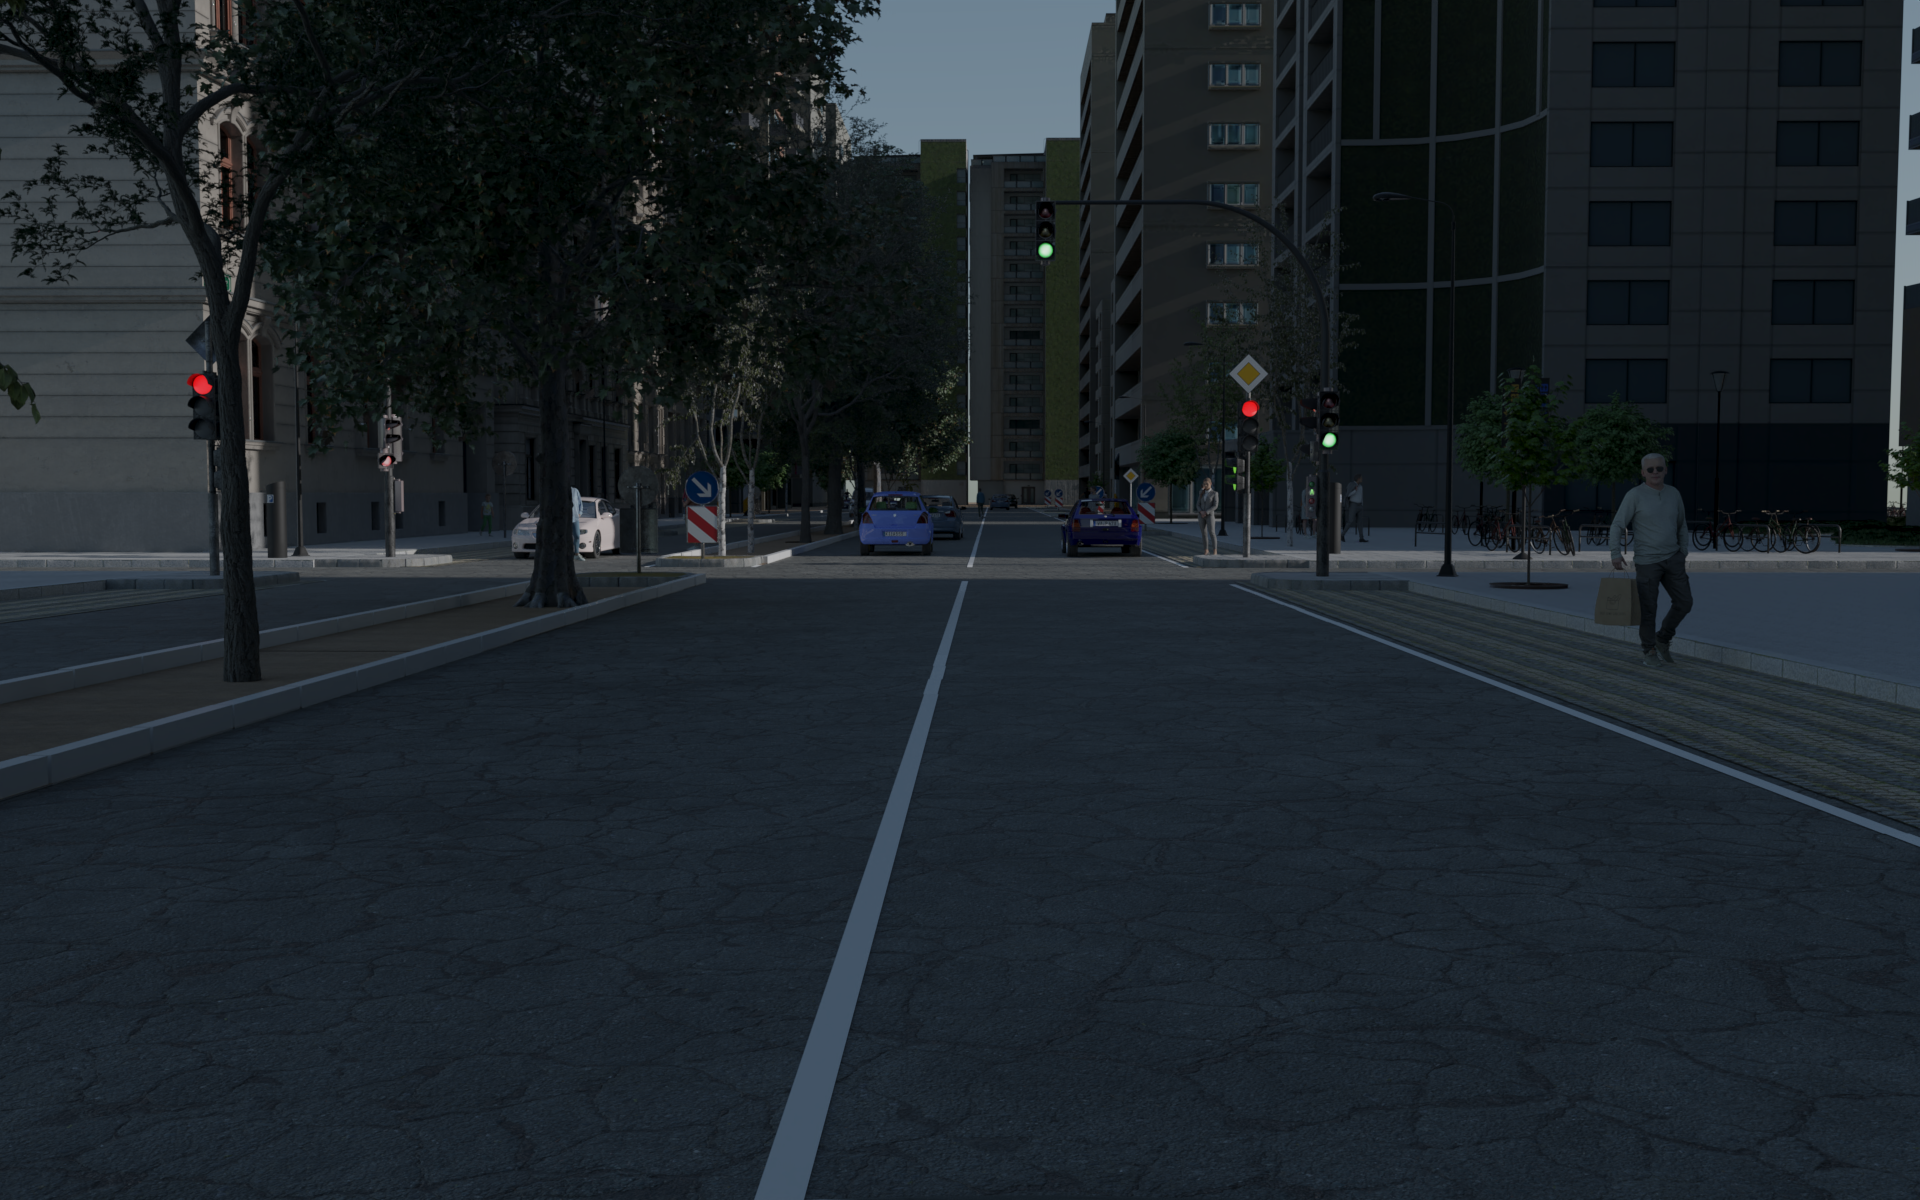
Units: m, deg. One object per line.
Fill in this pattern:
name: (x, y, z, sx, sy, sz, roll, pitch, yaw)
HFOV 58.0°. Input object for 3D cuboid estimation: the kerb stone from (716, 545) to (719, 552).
kerb stone: (-6.005, -1.231, 42.418, 0.120, 0.150, 1.000, 0, 4, 1)

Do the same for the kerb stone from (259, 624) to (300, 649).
kerb stone: (-6.484, 0.363, 16.267, 0.120, 0.150, 1.000, 0, 4, 1)

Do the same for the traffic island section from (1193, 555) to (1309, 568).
traffic island section: (5.809, -0.778, 34.996, 2.009, 0.180, 2.903, 0, 4, 1)

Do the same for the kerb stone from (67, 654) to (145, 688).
kerb stone: (-6.535, 0.551, 13.190, 0.120, 0.150, 1.000, 0, 4, 1)

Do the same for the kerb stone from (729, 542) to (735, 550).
kerb stone: (-5.967, -1.354, 44.477, 0.120, 0.150, 1.000, 0, 4, 1)

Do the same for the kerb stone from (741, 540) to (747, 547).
kerb stone: (-5.926, -1.488, 46.527, 0.120, 0.150, 1.000, 0, 4, 1)

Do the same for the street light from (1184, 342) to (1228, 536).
street light: (7.516, -4.919, 52.962, 1.470, 5.913, 1.316, 0, 4, 1)

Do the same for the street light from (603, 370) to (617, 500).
street light: (-12.554, -5.579, 63.766, 1.470, 5.913, 1.316, 0, 4, 1)

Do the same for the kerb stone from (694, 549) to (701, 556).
kerb stone: (-6.060, -1.048, 39.330, 0.120, 0.150, 1.000, 0, 4, 1)

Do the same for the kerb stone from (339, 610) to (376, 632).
kerb stone: (-6.444, 0.237, 18.314, 0.120, 0.150, 1.000, 0, 4, 1)

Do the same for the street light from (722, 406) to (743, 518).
street light: (-12.011, -7.293, 91.774, 1.470, 5.913, 1.316, 0, 4, 1)

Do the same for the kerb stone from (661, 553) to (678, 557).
kerb stone: (-6.110, -0.860, 36.257, 0.120, 0.150, 1.000, 0, 4, 1)

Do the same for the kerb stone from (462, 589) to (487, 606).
kerb stone: (-6.364, -0.014, 22.424, 0.120, 0.150, 1.000, 0, 4, 1)

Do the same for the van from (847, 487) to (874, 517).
van: (-5.976, -6.179, 108.044, 2.013, 2.044, 4.112, 0, 4, 2)

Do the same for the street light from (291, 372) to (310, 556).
street light: (-13.104, -3.860, 35.646, 1.470, 5.913, 1.316, 0, 4, 1)

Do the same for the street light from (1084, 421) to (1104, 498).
street light: (8.591, -8.407, 109.990, 1.470, 5.913, 1.316, 0, 4, 1)

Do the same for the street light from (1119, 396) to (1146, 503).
street light: (8.196, -6.693, 81.979, 1.470, 5.913, 1.316, 0, 4, 1)

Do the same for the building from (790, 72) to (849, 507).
building: (-24.187, -35.612, 205.951, 21.600, 48.544, 21.300, 0, 4, 1)

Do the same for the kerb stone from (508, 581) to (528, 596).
kerb stone: (-6.336, -0.140, 24.492, 0.120, 0.150, 1.000, 0, 4, 1)

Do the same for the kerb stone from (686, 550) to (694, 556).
kerb stone: (-6.082, -0.980, 38.309, 0.120, 0.150, 1.000, 0, 4, 1)

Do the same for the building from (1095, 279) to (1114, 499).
building: (26.290, -18.525, 147.929, 27.650, 21.520, 28.899, 0, 4, 1)

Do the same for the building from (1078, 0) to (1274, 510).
building: (23.073, -33.558, 172.369, 21.300, 48.544, 21.600, 0, 4, 1)

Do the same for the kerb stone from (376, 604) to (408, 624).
kerb stone: (-6.427, 0.175, 19.343, 0.120, 0.150, 1.000, 0, 4, 1)

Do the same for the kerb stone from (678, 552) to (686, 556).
kerb stone: (-6.104, -0.923, 37.286, 0.120, 0.150, 1.000, 0, 4, 1)

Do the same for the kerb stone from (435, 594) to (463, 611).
kerb stone: (-6.390, 0.049, 21.401, 0.120, 0.150, 1.000, 0, 4, 1)

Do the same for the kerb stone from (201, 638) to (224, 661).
kerb stone: (-6.497, 0.426, 15.238, 0.120, 0.150, 1.000, 0, 4, 1)

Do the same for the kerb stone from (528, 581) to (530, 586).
kerb stone: (-6.316, -0.204, 25.525, 0.120, 0.150, 1.000, 0, 4, 1)

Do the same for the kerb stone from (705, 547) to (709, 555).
kerb stone: (-6.044, -1.111, 40.359, 0.120, 0.150, 1.000, 0, 4, 1)

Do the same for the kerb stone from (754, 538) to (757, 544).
kerb stone: (-5.898, -1.611, 48.579, 0.120, 0.150, 1.000, 0, 4, 1)

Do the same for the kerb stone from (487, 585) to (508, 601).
kerb stone: (-6.358, -0.077, 23.454, 0.120, 0.150, 1.000, 0, 4, 1)

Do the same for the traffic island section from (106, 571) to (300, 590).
traffic island section: (-11.775, -0.309, 27.334, 2.009, 0.180, 2.903, 0, 4, 1)

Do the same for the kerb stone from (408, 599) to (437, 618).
kerb stone: (-6.405, 0.111, 20.374, 0.120, 0.150, 1.000, 0, 4, 1)

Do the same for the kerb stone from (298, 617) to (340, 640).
kerb stone: (-6.464, 0.300, 17.289, 0.120, 0.150, 1.000, 0, 4, 1)

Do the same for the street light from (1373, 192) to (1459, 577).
street light: (7.058, -3.321, 26.832, 1.470, 5.913, 1.316, 0, 4, 1)

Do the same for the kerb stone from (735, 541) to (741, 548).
kerb stone: (-5.957, -1.423, 45.499, 0.120, 0.150, 1.000, 0, 4, 1)

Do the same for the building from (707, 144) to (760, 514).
building: (-24.864, -41.674, 119.617, 20.563, 71.187, 20.611, 0, 4, 1)

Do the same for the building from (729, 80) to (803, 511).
building: (-24.768, -30.014, 145.352, 22.147, 44.769, 28.867, 0, 4, 1)

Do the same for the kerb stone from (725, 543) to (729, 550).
kerb stone: (-5.989, -1.298, 43.440, 0.120, 0.150, 1.000, 0, 4, 1)

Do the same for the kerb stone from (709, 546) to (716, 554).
kerb stone: (-6.023, -1.174, 41.383, 0.120, 0.150, 1.000, 0, 4, 1)

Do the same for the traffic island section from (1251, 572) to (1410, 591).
traffic island section: (5.663, -0.289, 27.012, 2.009, 0.180, 2.903, 0, 4, 1)

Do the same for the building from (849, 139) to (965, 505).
building: (-6.011, -31.745, 202.622, 14.086, 41.232, 14.154, 0, 4, 1)

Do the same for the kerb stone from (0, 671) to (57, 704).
kerb stone: (-6.551, 0.620, 12.166, 0.120, 0.150, 1.000, 0, 4, 1)

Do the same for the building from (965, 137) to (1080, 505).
building: (8.062, -31.694, 201.795, 14.086, 41.232, 14.154, 0, 4, 1)

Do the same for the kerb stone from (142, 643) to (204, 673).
kerb stone: (-6.518, 0.488, 14.216, 0.120, 0.150, 1.000, 0, 4, 1)

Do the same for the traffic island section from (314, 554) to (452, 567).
traffic island section: (-11.629, -0.797, 35.318, 2.009, 0.180, 2.903, 0, 4, 1)
